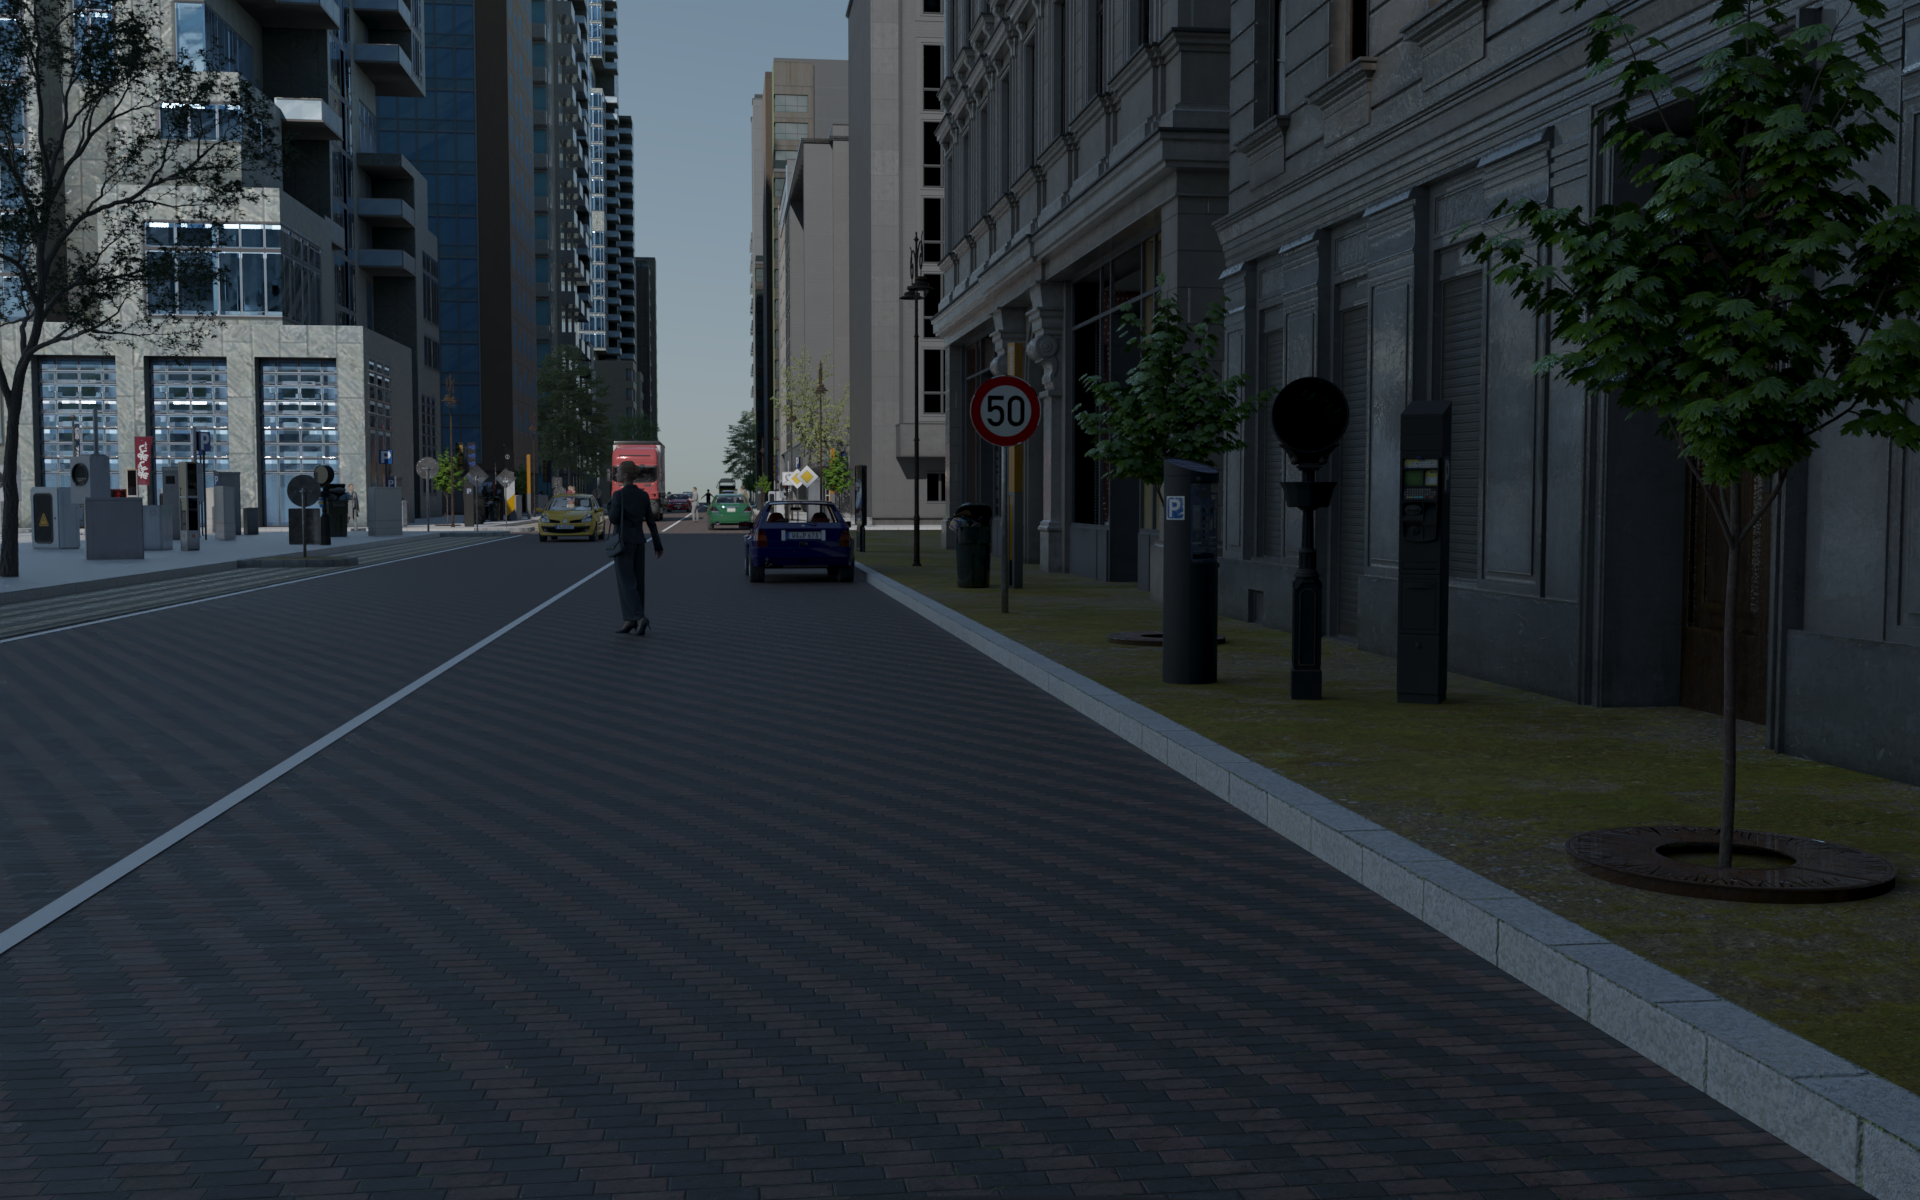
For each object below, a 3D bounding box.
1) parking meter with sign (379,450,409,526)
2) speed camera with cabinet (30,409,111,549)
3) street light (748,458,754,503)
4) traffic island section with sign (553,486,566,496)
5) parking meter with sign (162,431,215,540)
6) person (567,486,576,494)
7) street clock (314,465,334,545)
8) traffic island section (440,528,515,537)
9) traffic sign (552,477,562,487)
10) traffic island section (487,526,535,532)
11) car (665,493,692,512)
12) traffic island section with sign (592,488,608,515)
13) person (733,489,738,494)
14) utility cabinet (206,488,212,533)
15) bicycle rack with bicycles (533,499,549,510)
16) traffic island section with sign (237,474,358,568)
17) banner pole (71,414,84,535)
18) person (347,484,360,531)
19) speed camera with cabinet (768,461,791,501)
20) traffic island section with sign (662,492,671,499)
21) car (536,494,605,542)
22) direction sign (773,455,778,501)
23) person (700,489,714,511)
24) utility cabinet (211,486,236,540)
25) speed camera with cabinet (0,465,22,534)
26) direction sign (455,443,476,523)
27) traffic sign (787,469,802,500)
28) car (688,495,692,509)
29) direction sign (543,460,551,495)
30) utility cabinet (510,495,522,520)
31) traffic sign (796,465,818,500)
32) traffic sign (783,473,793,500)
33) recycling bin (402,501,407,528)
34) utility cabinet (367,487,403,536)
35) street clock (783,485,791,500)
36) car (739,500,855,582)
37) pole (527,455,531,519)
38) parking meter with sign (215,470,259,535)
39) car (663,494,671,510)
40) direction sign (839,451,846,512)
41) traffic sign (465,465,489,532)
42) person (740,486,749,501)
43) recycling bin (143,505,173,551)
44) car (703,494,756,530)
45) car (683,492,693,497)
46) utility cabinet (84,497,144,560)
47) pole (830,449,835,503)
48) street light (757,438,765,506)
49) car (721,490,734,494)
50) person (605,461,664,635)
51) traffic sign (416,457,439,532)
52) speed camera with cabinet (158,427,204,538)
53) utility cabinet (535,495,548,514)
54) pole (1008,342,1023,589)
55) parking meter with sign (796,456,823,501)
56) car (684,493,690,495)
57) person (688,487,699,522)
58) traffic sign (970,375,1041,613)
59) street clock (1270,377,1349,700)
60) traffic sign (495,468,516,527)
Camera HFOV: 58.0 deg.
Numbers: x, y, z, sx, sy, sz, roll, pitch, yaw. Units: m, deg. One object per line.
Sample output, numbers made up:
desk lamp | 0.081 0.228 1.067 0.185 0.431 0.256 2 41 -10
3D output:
parking meter with sign | -22.662 -4.479 69.495 0.543 3.016 1.738 0 4 5
speed camera with cabinet | -20.704 -2.809 40.264 2.038 3.252 0.660 2 4 25
street light | -22.533 -13.213 188.823 0.468 5.910 1.993 0 4 -8
traffic island section with sign | -20.647 -4.949 89.549 1.989 1.847 2.006 0 4 -8
parking meter with sign | -21.878 -3.191 48.429 1.738 3.016 0.543 1 4 10
person | -18.973 -4.658 84.637 0.580 1.828 0.573 2 4 28
street clock | -15.936 -2.378 43.446 0.471 2.002 0.358 2 4 23
traffic island section | -16.446 -2.242 58.944 2.009 0.180 2.903 0 4 -8
traffic sign | -24.396 -6.284 104.870 0.606 2.300 0.079 0 4 0
traffic island section | -17.530 -2.726 66.855 2.009 0.180 2.903 0 4 -8
car | -22.430 -7.904 138.270 2.155 1.783 4.494 0 4 -6
traffic island section with sign | -24.306 -6.583 116.255 1.989 1.847 2.006 0 4 -8
person | -16.915 -7.497 130.887 0.447 1.846 0.655 -1 4 -15
utility cabinet | -24.277 -2.954 56.979 0.318 1.500 1.173 1 4 15
bicycle rack with bicycles | -31.834 -7.166 130.554 2.852 0.926 2.925 -2 4 -25
traffic island section with sign | -13.117 -1.580 34.468 1.989 1.847 2.006 0 4 -8
banner pole | -27.705 -3.934 54.331 0.401 3.779 0.863 -3 5 -43
person | -22.475 -3.383 63.921 0.767 1.812 0.694 3 4 38
speed camera with cabinet | -10.866 -6.753 104.745 0.660 3.252 2.038 -2 4 -35
traffic island section with sign | -45.985 -16.260 274.484 1.989 1.847 2.006 0 4 -8
car | -11.937 -2.637 53.337 2.015 1.641 3.980 0 4 -6
direction sign | -10.672 -6.625 100.316 0.379 3.537 0.876 -1 4 -21
person | -21.764 -8.659 149.705 1.348 1.869 0.705 -1 4 -20
utility cabinet | -20.466 -2.419 48.230 0.318 1.500 1.173 -2 4 -35
speed camera with cabinet | -30.891 -3.730 55.326 2.038 3.252 0.660 2 4 27
direction sign | -21.745 -5.154 76.268 0.876 3.537 0.379 0 4 -1
traffic sign | -6.414 -3.954 68.290 0.795 2.450 0.064 0 4 -8
car | -26.062 -9.261 163.777 2.083 1.381 4.827 -1 4 -9
direction sign | -27.855 -7.642 116.951 0.379 3.537 0.876 1 4 22
utility cabinet | -21.729 -4.499 84.722 0.306 1.237 1.020 -2 4 -31
traffic sign | -5.330 -3.470 60.379 0.795 2.450 0.064 0 4 -8
traffic sign | -7.953 -4.797 80.556 0.606 2.300 0.079 0 4 -6
recycling bin | -21.654 -3.295 66.429 0.722 1.027 0.722 0 4 -4
utility cabinet | -17.508 -2.693 52.715 0.318 1.500 1.173 2 4 23
street clock | -8.095 -4.673 80.969 0.358 2.002 0.471 -2 4 -28
car | -2.779 -1.035 29.508 1.945 1.354 3.894 -1 4 -9
pole | -22.276 -5.848 89.463 0.158 3.312 0.155 0 3 0
parking meter with sign | -22.822 -3.531 53.991 0.543 3.016 1.738 3 5 43
car | -25.925 -8.897 155.684 2.015 1.641 3.980 -1 4 -10
direction sign | -6.413 -6.114 91.959 0.876 3.537 0.379 -2 4 -32
traffic sign | -16.424 -3.379 58.885 0.795 2.450 0.064 0 4 -8
person | -10.599 -4.677 84.878 0.656 1.842 0.836 1 4 20
recycling bin | -18.489 -1.653 39.582 0.722 1.027 0.722 0 4 -4
car | -9.314 -3.569 70.145 2.131 1.459 4.920 -1 4 -9
car | -39.965 -15.026 254.352 2.281 1.827 5.304 0 4 -7
utility cabinet | -16.610 -1.397 34.011 1.020 1.237 0.306 -2 4 -31
pole | -5.745 -5.150 78.049 0.158 3.312 0.155 0 3 0
street light | -16.211 -10.374 142.409 0.468 5.910 1.993 0 4 -8
car | -23.689 -10.360 178.063 2.281 1.827 5.304 0 4 -6
person | -3.326 -0.538 17.725 0.534 1.772 0.576 1 4 17
traffic sign | -18.206 -3.617 59.241 0.768 2.556 0.104 0 4 -5
speed camera with cabinet | -23.135 -3.489 51.380 0.660 3.252 2.038 -3 5 -45
utility cabinet | -26.512 -6.030 109.747 0.306 1.237 1.020 2 4 25
pole | 0.746 -1.811 23.448 0.158 3.312 0.155 0 3 0
parking meter with sign | -6.730 -5.158 80.595 1.738 3.016 0.543 -1 4 -22
car | -31.034 -11.375 195.579 1.945 1.707 3.694 0 4 -7
person | -13.548 -4.852 88.034 0.583 1.804 0.606 -1 4 -10
traffic sign | 0.486 -1.132 18.620 0.768 2.556 0.104 0 4 -5
street clock | 2.173 -0.382 10.820 0.471 2.002 0.358 0 4 8
traffic sign | -17.508 -3.863 66.797 0.795 2.450 0.064 0 4 -8
